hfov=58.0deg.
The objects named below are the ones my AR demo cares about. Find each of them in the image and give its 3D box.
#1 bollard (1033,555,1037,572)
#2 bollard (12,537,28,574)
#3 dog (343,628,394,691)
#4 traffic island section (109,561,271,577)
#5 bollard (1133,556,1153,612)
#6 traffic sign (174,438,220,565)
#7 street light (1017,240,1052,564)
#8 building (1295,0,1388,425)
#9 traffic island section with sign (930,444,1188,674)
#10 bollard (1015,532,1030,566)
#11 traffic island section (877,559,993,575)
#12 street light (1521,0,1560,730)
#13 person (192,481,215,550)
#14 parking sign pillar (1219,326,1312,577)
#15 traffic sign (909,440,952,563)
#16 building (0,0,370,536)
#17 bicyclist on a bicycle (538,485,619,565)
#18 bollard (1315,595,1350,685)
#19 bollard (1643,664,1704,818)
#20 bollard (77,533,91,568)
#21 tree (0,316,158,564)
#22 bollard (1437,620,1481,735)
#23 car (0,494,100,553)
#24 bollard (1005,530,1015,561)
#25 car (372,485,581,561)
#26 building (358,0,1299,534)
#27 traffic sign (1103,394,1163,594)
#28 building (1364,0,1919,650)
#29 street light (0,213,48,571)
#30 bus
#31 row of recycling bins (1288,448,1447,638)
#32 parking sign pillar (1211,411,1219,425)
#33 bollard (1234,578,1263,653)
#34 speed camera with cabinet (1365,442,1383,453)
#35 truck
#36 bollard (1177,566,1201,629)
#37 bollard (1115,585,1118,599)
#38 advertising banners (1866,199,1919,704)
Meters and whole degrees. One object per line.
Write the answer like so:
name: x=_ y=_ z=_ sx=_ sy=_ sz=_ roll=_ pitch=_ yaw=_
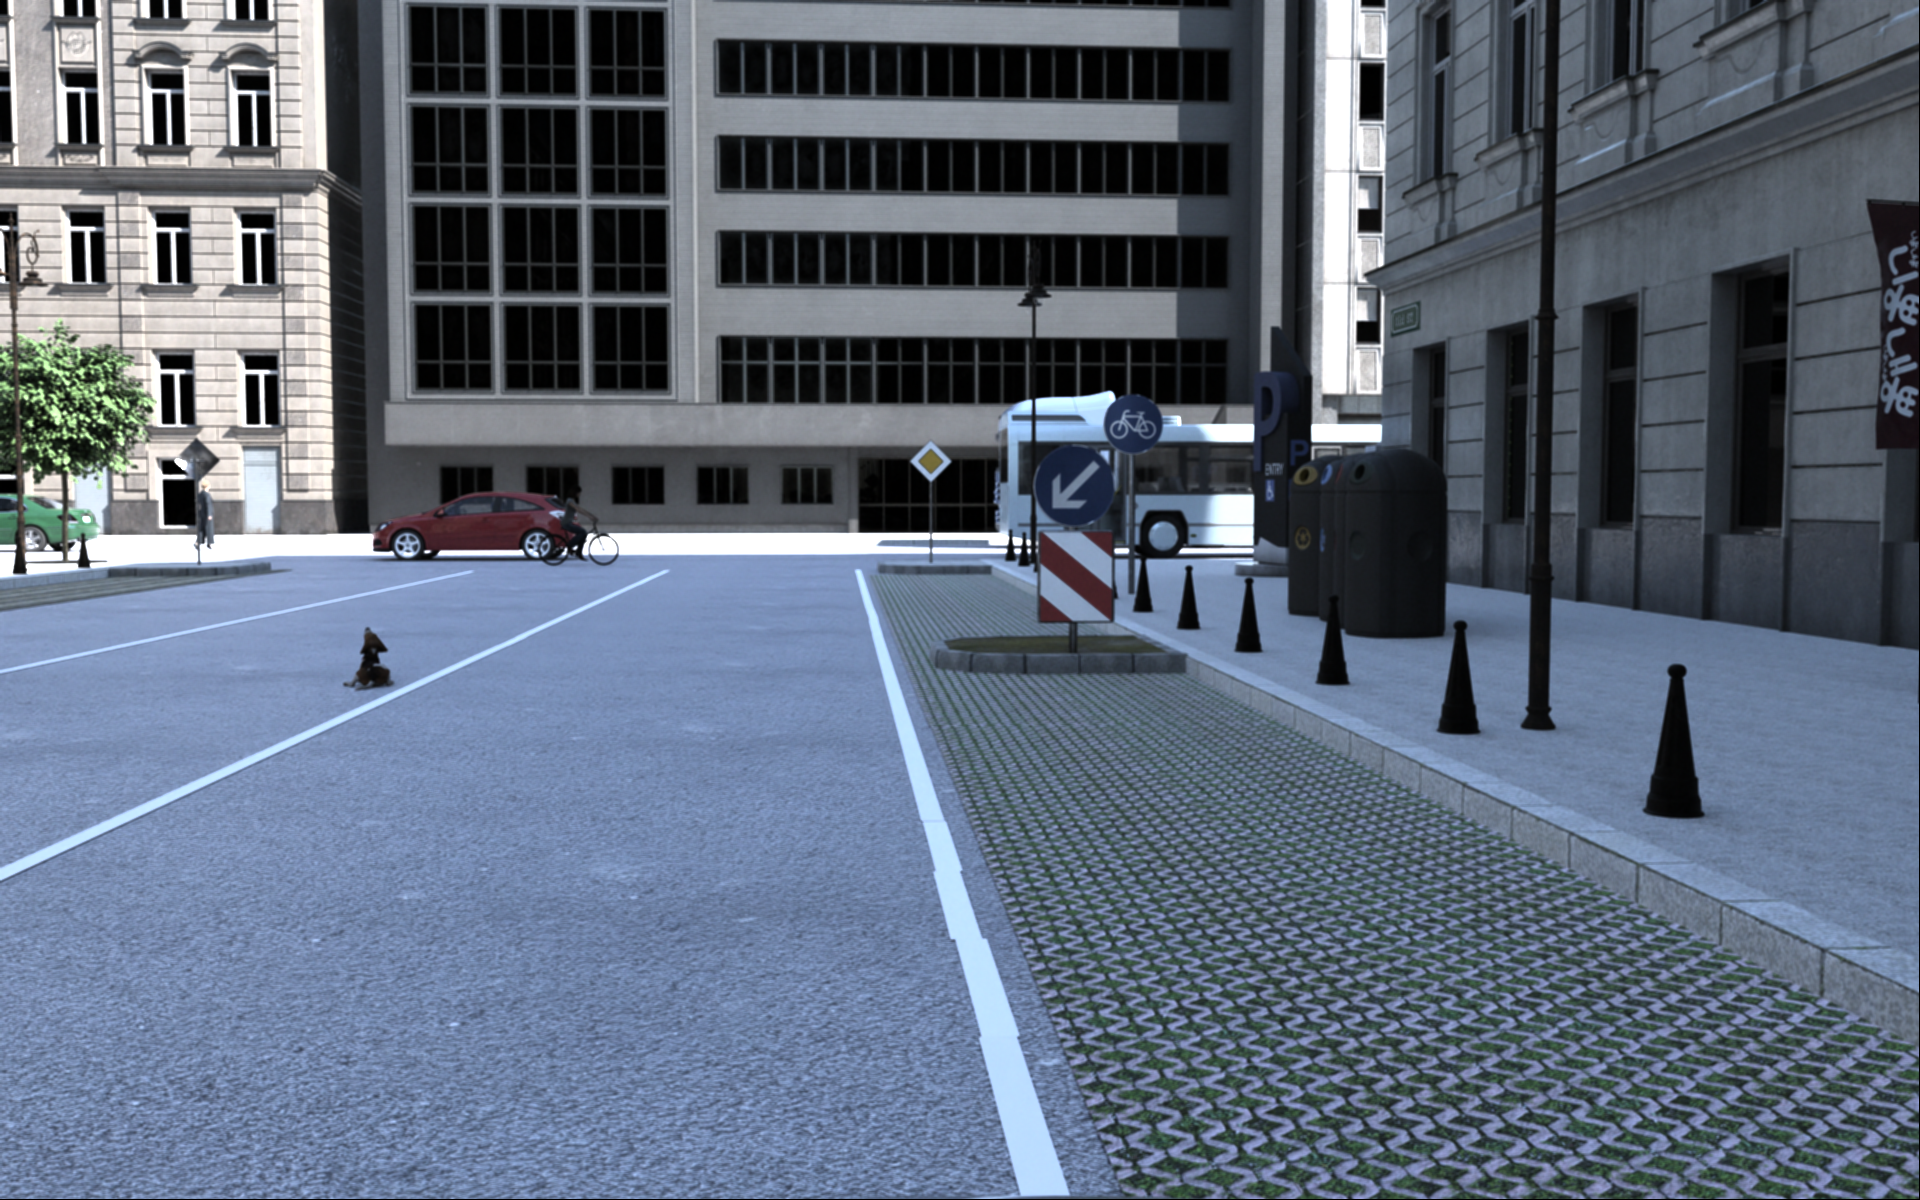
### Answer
bollard: x=1.317 y=-0.760 z=28.462 sx=0.229 sy=0.601 sz=0.229 roll=0 pitch=3 yaw=0
bollard: x=-15.087 y=-0.717 z=27.765 sx=0.229 sy=0.601 sz=0.229 roll=0 pitch=3 yaw=0
dog: x=-4.502 y=0.438 z=13.027 sx=0.550 sy=0.427 sz=0.748 roll=1 pitch=4 yaw=18
traffic island section: x=-13.777 y=-0.552 z=31.314 sx=2.009 sy=0.180 sz=2.903 roll=0 pitch=4 yaw=-4
bollard: x=2.000 y=-0.175 z=18.903 sx=0.229 sy=0.601 sz=0.229 roll=0 pitch=3 yaw=0
traffic sign: x=-13.754 y=-1.689 z=31.254 sx=0.795 sy=2.450 sz=0.064 roll=0 pitch=4 yaw=-4
street light: x=1.353 y=-3.607 z=31.759 sx=0.468 sy=5.910 sz=1.993 roll=0 pitch=4 yaw=-4
building: x=20.693 y=-14.897 z=61.581 sx=19.932 sy=24.808 sz=12.078 roll=0 pitch=4 yaw=-4
traffic island section with sign: x=0.759 y=-0.368 z=14.640 sx=1.989 sy=1.847 sz=2.006 roll=0 pitch=4 yaw=-4
bollard: x=1.145 y=-0.906 z=30.857 sx=0.229 sy=0.601 sz=0.229 roll=0 pitch=3 yaw=0
traffic island section: x=-0.520 y=-0.610 z=32.261 sx=2.009 sy=0.180 sz=2.903 roll=0 pitch=4 yaw=-4
street light: x=3.170 y=-2.234 z=9.316 sx=0.468 sy=5.910 sz=1.993 roll=0 pitch=4 yaw=-4
person: x=-19.381 y=-2.174 z=44.459 sx=0.576 sy=1.772 sz=0.534 roll=1 pitch=4 yaw=15
parking sign pillar: x=5.080 y=-2.375 z=27.301 sx=1.447 sy=3.967 sz=1.447 roll=-1 pitch=4 yaw=-13
traffic sign: x=-0.543 y=-1.746 z=32.182 sx=0.795 sy=2.450 sz=0.064 roll=0 pitch=4 yaw=-4
building: x=-32.106 y=-15.919 z=57.546 sx=25.104 sy=27.353 sz=12.463 roll=0 pitch=4 yaw=-4
bicyclist on a bicycle: x=-7.664 y=-1.515 z=34.788 sx=1.625 sy=1.676 sz=1.499 roll=0 pitch=4 yaw=-5
bollard: x=2.525 y=0.264 z=11.721 sx=0.229 sy=0.601 sz=0.229 roll=0 pitch=3 yaw=0
bollard: x=2.868 y=0.556 z=6.944 sx=0.229 sy=0.601 sz=0.229 roll=0 pitch=3 yaw=0
bollard: x=-15.261 y=-0.863 z=30.153 sx=0.229 sy=0.601 sz=0.229 roll=0 pitch=3 yaw=0
tree: x=-16.660 y=-2.961 z=32.129 sx=4.285 sy=4.588 sz=4.351 roll=0 pitch=3 yaw=0
bollard: x=2.691 y=0.410 z=9.332 sx=0.229 sy=0.601 sz=0.229 roll=0 pitch=3 yaw=0
car: x=-24.125 y=-1.915 z=43.104 sx=4.920 sy=1.459 sz=2.131 roll=0 pitch=4 yaw=-3
bollard: x=0.974 y=-1.053 z=33.255 sx=0.229 sy=0.601 sz=0.229 roll=0 pitch=3 yaw=0
car: x=-10.577 y=-1.768 z=37.949 sx=4.494 sy=1.783 sz=2.155 roll=0 pitch=4 yaw=-4
building: x=-4.308 y=-14.783 z=60.777 sx=30.058 sy=24.678 sz=14.314 roll=0 pitch=4 yaw=-4
traffic sign: x=2.205 y=-1.351 z=22.192 sx=0.768 sy=2.556 sz=0.104 roll=0 pitch=4 yaw=-3
building: x=16.220 y=-14.072 z=6.494 sx=17.030 sy=29.872 sz=44.131 roll=0 pitch=4 yaw=-4
street light: x=-15.604 y=-3.417 z=28.650 sx=0.468 sy=5.910 sz=1.993 roll=0 pitch=4 yaw=-4
bus: x=7.596 y=-2.736 z=39.597 sx=13.247 sy=3.499 sz=2.948 roll=0 pitch=4 yaw=-3
row of recycling bins: x=3.995 y=-0.610 z=17.083 sx=1.069 sy=1.692 sz=3.534 roll=0 pitch=3 yaw=0
parking sign pillar: x=7.468 y=-3.842 z=51.284 sx=1.447 sy=3.967 sz=1.447 roll=2 pitch=4 yaw=28
bollard: x=2.353 y=0.118 z=14.109 sx=0.229 sy=0.601 sz=0.229 roll=0 pitch=3 yaw=0
speed camera with cabinet: x=7.565 y=-2.286 z=31.711 sx=0.660 sy=3.252 sz=2.038 roll=0 pitch=4 yaw=-3
truck: x=9.647 y=-3.485 z=46.731 sx=18.799 sy=4.110 sz=2.967 roll=0 pitch=4 yaw=-4
bollard: x=2.179 y=-0.028 z=16.497 sx=0.229 sy=0.601 sz=0.229 roll=0 pitch=3 yaw=0
bollard: x=1.836 y=-0.321 z=21.292 sx=0.229 sy=0.601 sz=0.229 roll=0 pitch=3 yaw=0
advertising banners: x=6.369 y=-0.886 z=10.668 sx=2.074 sy=3.025 sz=0.090 roll=-1 pitch=4 yaw=-17
